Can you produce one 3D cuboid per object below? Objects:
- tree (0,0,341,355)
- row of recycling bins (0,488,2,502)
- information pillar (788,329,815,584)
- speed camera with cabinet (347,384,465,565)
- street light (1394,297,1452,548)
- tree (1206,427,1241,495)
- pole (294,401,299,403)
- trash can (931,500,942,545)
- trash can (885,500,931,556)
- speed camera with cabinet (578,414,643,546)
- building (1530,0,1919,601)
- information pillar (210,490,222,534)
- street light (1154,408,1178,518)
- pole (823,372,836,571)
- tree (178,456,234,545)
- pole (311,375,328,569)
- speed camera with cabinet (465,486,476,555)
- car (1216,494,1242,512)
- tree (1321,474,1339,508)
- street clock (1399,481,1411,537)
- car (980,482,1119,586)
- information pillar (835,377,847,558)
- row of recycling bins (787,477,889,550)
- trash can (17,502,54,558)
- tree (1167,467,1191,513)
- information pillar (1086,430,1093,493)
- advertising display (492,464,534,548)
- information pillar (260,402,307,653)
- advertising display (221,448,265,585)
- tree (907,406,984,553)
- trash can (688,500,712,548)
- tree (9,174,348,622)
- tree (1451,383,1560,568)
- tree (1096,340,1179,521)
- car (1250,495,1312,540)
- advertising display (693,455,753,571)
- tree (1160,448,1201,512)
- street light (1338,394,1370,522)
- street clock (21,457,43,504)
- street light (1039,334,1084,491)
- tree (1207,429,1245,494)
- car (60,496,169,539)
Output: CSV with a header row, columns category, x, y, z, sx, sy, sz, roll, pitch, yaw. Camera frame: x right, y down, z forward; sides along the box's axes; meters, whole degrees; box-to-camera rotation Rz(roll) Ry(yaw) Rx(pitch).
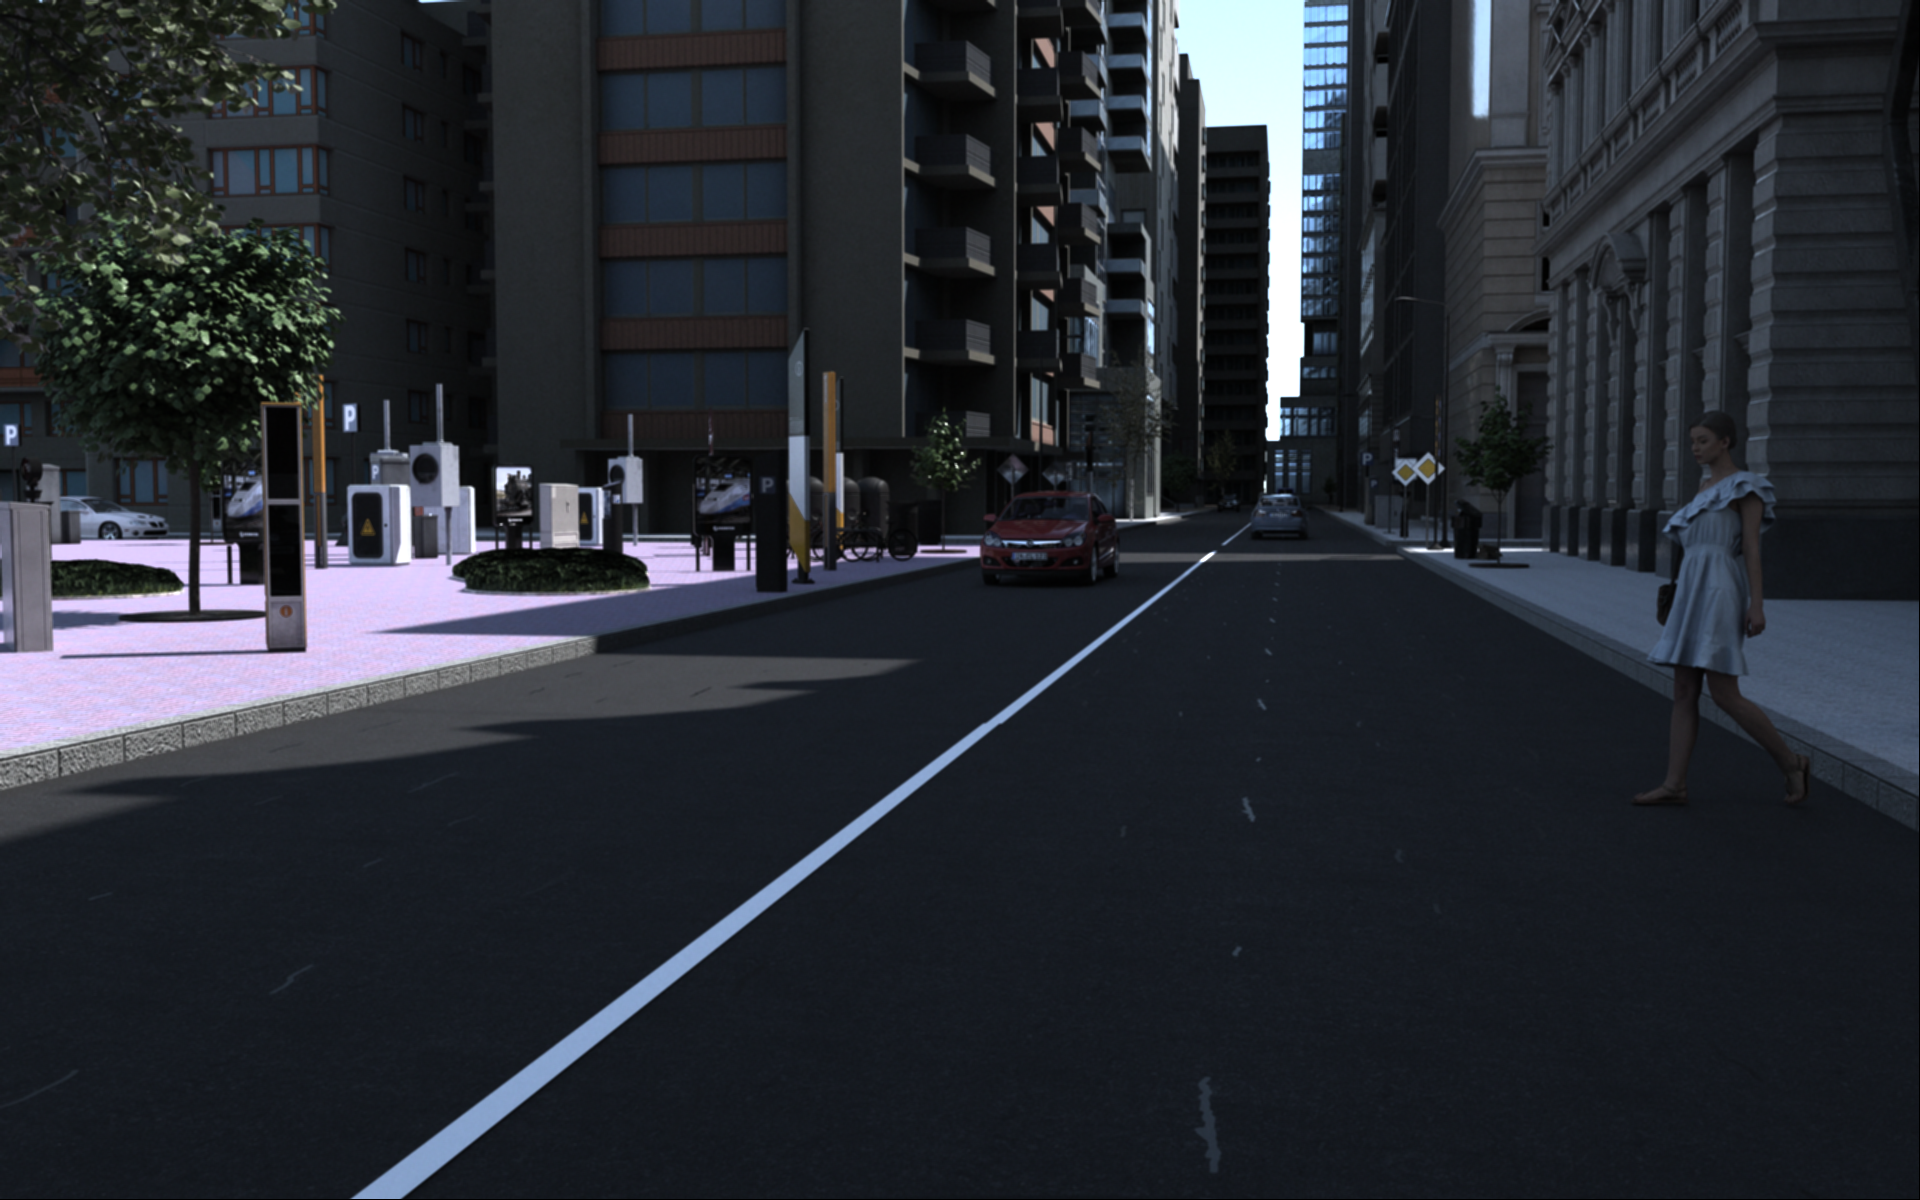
category,x,y,z,sx,sy,sz,roll,pitch,yaw
tree,-7.170,-5.550,8.862,7.486,12.596,7.792,0,3,0
row of recycling bins,-26.356,-2.267,44.181,3.534,1.692,1.069,-1,4,-12
information pillar,-2.297,-2.047,24.820,0.183,3.616,0.504,-2,4,-34
speed camera with cabinet,-10.057,-2.257,31.238,2.038,3.252,0.660,1,4,20
street light,10.955,-4.186,40.978,1.470,5.913,1.316,1,4,11
tree,28.948,-14.723,191.075,4.737,8.622,4.395,0,3,0
pole,-12.651,-2.397,33.027,0.158,3.312,0.155,0,3,0
trash can,-0.774,-1.956,43.642,0.748,1.137,0.748,0,3,0
trash can,-1.189,-1.492,36.046,0.748,1.137,0.748,0,3,0
speed camera with cabinet,-8.805,-2.988,43.190,2.038,3.252,0.660,3,4,38
building,16.163,-12.213,28.562,11.050,23.489,19.941,1,4,11
information pillar,-24.168,-3.164,56.226,0.304,2.012,0.304,-2,4,-34
street light,11.046,-7.399,93.518,1.470,5.913,1.316,1,4,11
pole,-2.187,-2.153,29.037,0.158,3.312,0.155,0,3,0
tree,-18.879,-3.016,43.906,1.663,3.219,1.824,0,3,0
pole,-10.988,-2.193,29.702,0.158,3.312,0.155,0,3,0
speed camera with cabinet,-11.384,-2.593,36.730,2.038,3.252,0.660,0,4,-6
car,21.539,-7.884,138.688,2.009,1.686,4.222,1,4,10
tree,34.681,-10.304,163.079,1.663,3.219,1.824,0,3,0
street clock,13.207,-2.867,51.443,0.358,2.002,0.471,0,4,-8
car,1.537,-1.197,28.609,2.155,1.783,4.494,1,4,12
information pillar,-2.542,-2.669,34.991,0.504,3.616,0.183,3,5,40
row of recycling bins,-3.179,-2.077,41.078,3.534,1.692,1.069,-3,4,-38
trash can,-17.218,-1.254,32.156,0.748,1.137,0.748,0,3,0
tree,15.350,-7.692,120.362,1.663,3.219,1.824,0,3,0
information pillar,4.791,-4.439,63.938,0.183,3.616,0.504,-1,4,-15
advertising display,-9.796,-2.004,37.986,0.123,1.923,0.974,3,5,44
information pillar,-5.498,-0.586,14.076,0.304,2.012,0.304,-2,4,-23
advertising display,-10.047,-1.182,24.532,0.974,1.923,0.123,2,4,24
tree,-0.245,-2.651,37.951,1.663,3.219,1.824,0,3,0
trash can,-6.158,-1.830,41.578,0.748,1.137,0.748,0,3,0
tree,-7.977,-2.085,17.801,4.285,4.588,4.351,0,3,0
tree,9.367,-2.192,30.436,1.663,3.219,1.824,0,3,0
tree,8.391,-8.152,83.650,4.360,8.622,3.978,0,3,0
car,10.343,-2.688,55.949,2.014,1.417,4.499,1,4,12
advertising display,-3.950,-1.447,28.874,0.974,1.923,0.123,-1,4,-17
tree,15.438,-8.543,123.385,4.285,4.588,4.351,0,3,0
street light,18.327,-6.577,80.068,1.470,5.913,1.316,1,4,11
street clock,-18.203,-1.800,34.006,0.471,2.002,0.358,3,5,40
street light,2.896,-4.769,50.514,1.470,5.913,1.316,1,4,11
tree,30.289,-15.117,197.516,4.360,8.622,3.978,0,3,0
car,-25.853,-2.380,51.274,4.827,1.381,2.083,1,4,11
